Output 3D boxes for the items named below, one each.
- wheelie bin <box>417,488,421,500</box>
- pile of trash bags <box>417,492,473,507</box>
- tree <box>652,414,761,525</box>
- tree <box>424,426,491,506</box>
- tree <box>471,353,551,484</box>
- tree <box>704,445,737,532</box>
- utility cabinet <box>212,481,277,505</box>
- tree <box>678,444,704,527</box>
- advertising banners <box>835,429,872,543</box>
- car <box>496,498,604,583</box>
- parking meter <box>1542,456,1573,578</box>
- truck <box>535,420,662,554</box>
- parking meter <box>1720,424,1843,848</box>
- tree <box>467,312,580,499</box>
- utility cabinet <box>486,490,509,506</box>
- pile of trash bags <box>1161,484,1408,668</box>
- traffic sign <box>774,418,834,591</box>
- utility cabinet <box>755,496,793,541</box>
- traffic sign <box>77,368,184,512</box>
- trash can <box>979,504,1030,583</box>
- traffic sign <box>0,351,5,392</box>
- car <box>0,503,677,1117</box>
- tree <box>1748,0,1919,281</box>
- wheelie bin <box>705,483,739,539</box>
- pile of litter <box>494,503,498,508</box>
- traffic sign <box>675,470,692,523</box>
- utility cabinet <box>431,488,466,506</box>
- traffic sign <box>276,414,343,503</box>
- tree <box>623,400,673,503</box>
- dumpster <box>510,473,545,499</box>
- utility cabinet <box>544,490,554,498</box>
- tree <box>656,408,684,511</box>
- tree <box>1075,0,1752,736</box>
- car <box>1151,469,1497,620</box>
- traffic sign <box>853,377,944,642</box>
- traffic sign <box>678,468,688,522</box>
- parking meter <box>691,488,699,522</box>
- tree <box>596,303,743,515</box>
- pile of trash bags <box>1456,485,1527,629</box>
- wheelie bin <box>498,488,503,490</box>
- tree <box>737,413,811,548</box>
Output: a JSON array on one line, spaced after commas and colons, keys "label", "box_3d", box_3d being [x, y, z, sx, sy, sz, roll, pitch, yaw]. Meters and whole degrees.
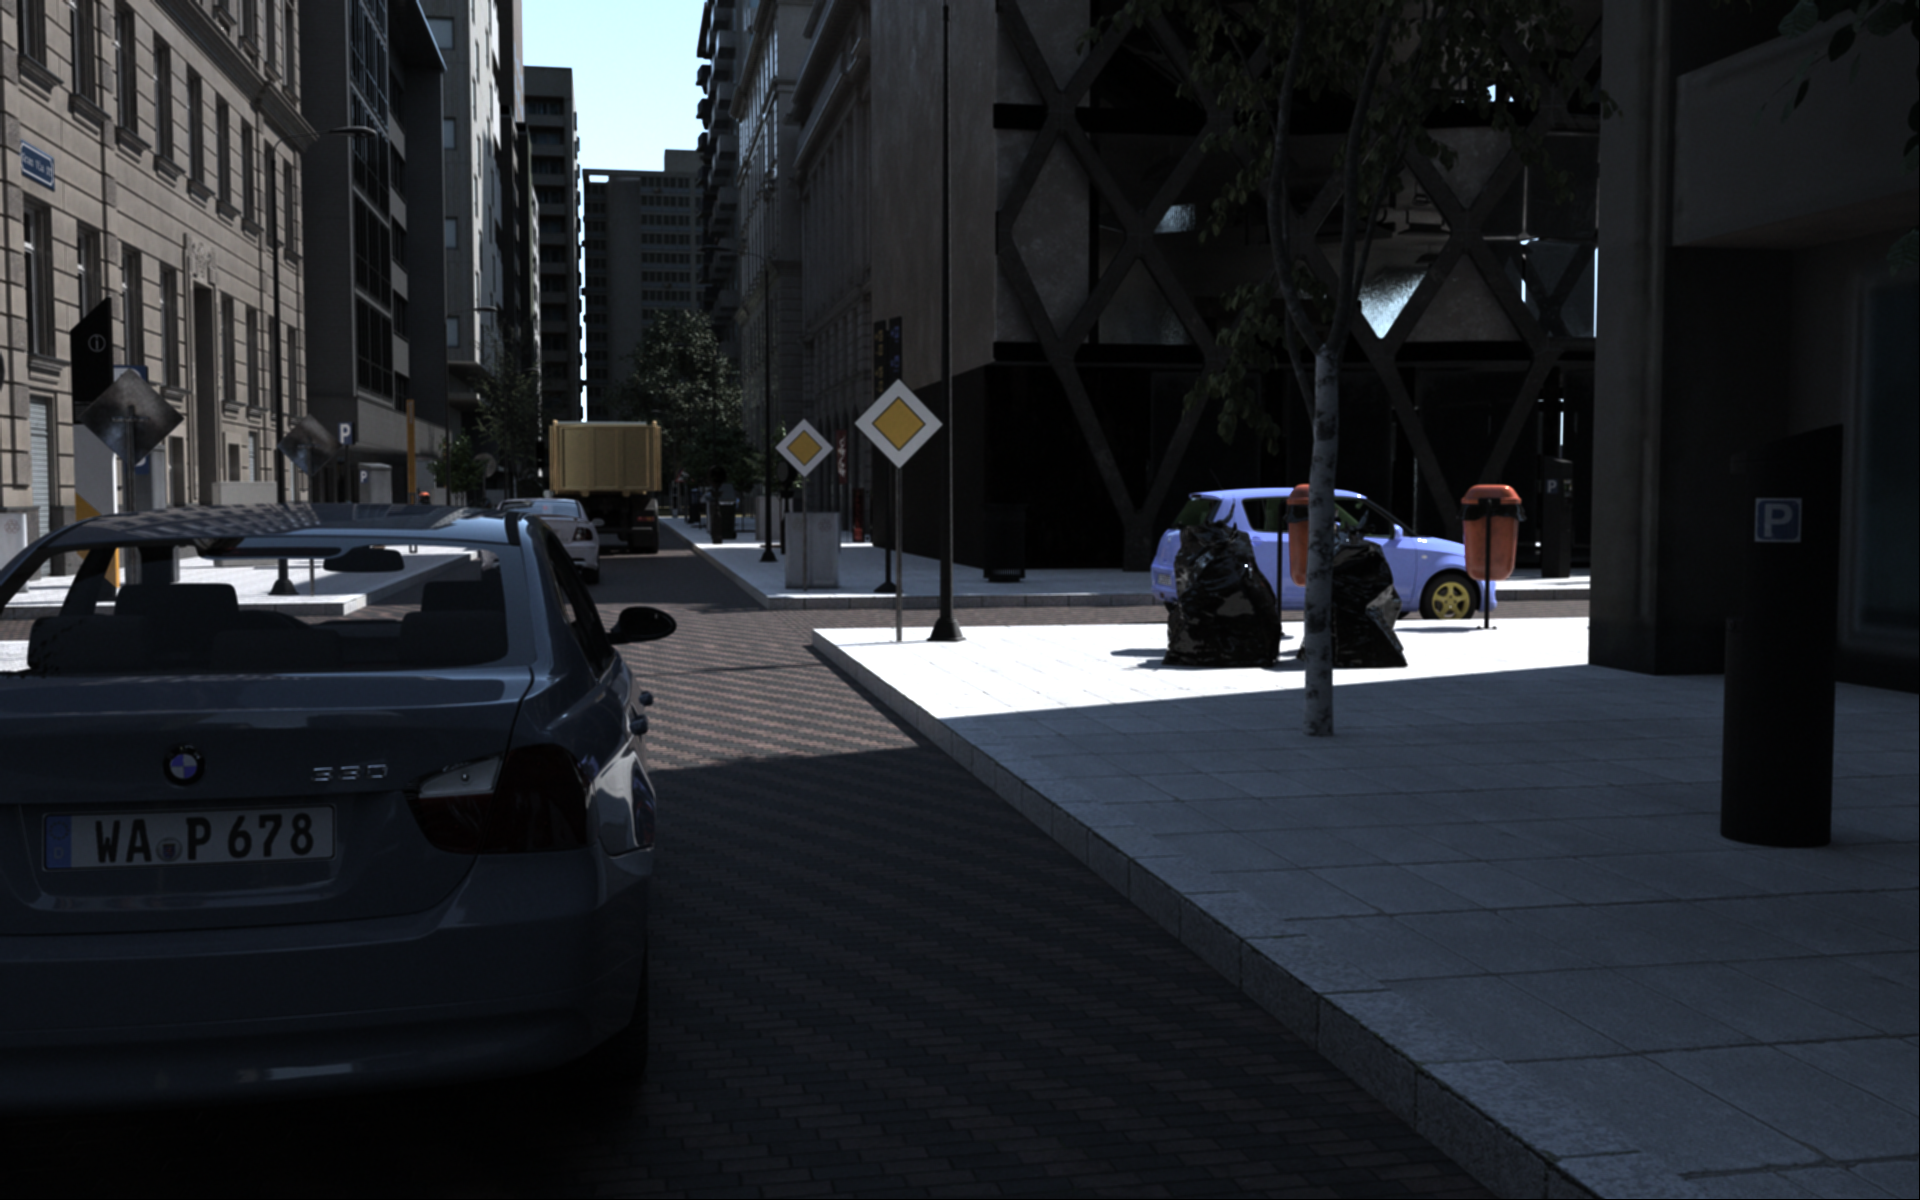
[{"label": "wheelie bin", "box_3d": [-29.199, -5.184, 92.672, 0.980, 1.594, 0.693, 1, 4, 14]}, {"label": "pile of trash bags", "box_3d": [-26.093, -4.755, 87.492, 1.912, 1.369, 3.447, 1, 4, 23]}, {"label": "tree", "box_3d": [-9.818, -5.351, 71.199, 4.285, 4.588, 4.351, 0, 3, 0]}, {"label": "tree", "box_3d": [-14.109, -3.353, 49.420, 1.663, 3.219, 1.824, 0, 3, 0]}, {"label": "tree", "box_3d": [-22.859, -8.508, 89.462, 4.737, 8.622, 4.395, 0, 3, 0]}, {"label": "tree", "box_3d": [-7.446, -3.923, 58.739, 1.663, 3.219, 1.824, 0, 3, 0]}, {"label": "utility cabinet", "box_3d": [-12.615, -1.347, 30.704, 0.318, 1.500, 1.173, 3, 5, 39]}, {"label": "tree", "box_3d": [-10.053, -4.422, 66.903, 1.663, 3.219, 1.824, 0, 3, 0]}, {"label": "advertising banners", "box_3d": [-2.687, -3.053, 46.102, 0.090, 3.025, 2.074, -3, 5, -40]}, {"label": "car", "box_3d": [-7.001, -1.016, 28.981, 2.083, 1.381, 4.827, -1, 4, -13]}, {"label": "parking meter", "box_3d": [9.143, -1.271, 26.500, 0.255, 1.863, 0.399, -2, 4, -32]}, {"label": "truck", "box_3d": [-9.316, -3.004, 45.044, 3.469, 3.379, 9.791, -1, 4, -13]}, {"label": "parking meter", "box_3d": [3.039, 0.122, 6.414, 0.372, 1.533, 0.369, 0, 3, 0]}, {"label": "tree", "box_3d": [-18.011, -7.367, 70.807, 4.360, 8.622, 3.978, 0, 3, 0]}, {"label": "utility cabinet", "box_3d": [-22.785, -4.673, 85.077, 1.173, 1.500, 0.318, -3, 4, -36]}, {"label": "pile of trash bags", "box_3d": [2.752, -0.279, 14.312, 1.912, 1.369, 3.447, 1, 4, 16]}, {"label": "traffic sign", "box_3d": [-2.052, -1.176, 22.862, 0.795, 2.450, 0.064, -1, 4, -11]}, {"label": "utility cabinet", "box_3d": [-5.149, -2.253, 47.992, 1.020, 1.237, 0.306, -2, 4, -26]}, {"label": "traffic sign", "box_3d": [-6.619, -0.625, 13.869, 0.795, 2.450, 0.064, -1, 4, -11]}, {"label": "trash can", "box_3d": [0.646, -0.832, 25.256, 0.748, 1.137, 0.748, 0, 3, 0]}, {"label": "traffic sign", "box_3d": [-7.216, -0.750, 12.368, 0.768, 2.556, 0.104, 0, 4, -6]}, {"label": "car", "box_3d": [-1.872, 0.407, 5.345, 2.014, 1.417, 4.499, -1, 4, -11]}, {"label": "tree", "box_3d": [3.193, -1.200, 3.329, 4.285, 4.588, 4.351, 0, 3, 0]}, {"label": "wheelie bin", "box_3d": [-6.777, -2.525, 49.186, 0.980, 1.594, 0.693, -2, 4, -28]}, {"label": "pile of litter", "box_3d": [-22.318, -4.260, 83.614, 1.719, 0.858, 1.176, -2, 4, -33]}, {"label": "traffic sign", "box_3d": [-12.179, -4.693, 76.727, 0.884, 2.594, 0.081, 0, 4, -1]}, {"label": "utility cabinet", "box_3d": [-18.329, -3.268, 62.103, 1.173, 1.500, 0.318, -2, 4, -35]}, {"label": "traffic sign", "box_3d": [-8.138, -1.105, 21.709, 0.795, 2.450, 0.064, -1, 4, -11]}, {"label": "tree", "box_3d": [-27.610, -13.521, 155.483, 7.601, 10.594, 8.767, -1, 4, -19]}, {"label": "dumpster", "box_3d": [-19.829, -4.702, 79.375, 1.502, 2.255, 1.985, -1, 4, -11]}, {"label": "utility cabinet", "box_3d": [-22.241, -5.201, 93.710, 0.318, 1.500, 1.173, -2, 4, -32]}, {"label": "tree", "box_3d": [-21.495, -10.887, 128.366, 4.360, 8.622, 3.978, 0, 3, 0]}, {"label": "tree", "box_3d": [2.107, -3.594, 9.122, 4.737, 8.622, 4.395, 0, 3, 0]}, {"label": "car", "box_3d": [3.969, -0.569, 18.892, 3.694, 1.707, 1.945, -1, 4, -10]}, {"label": "traffic sign", "box_3d": [-0.534, -0.696, 15.022, 0.795, 2.450, 0.064, -1, 4, -11]}, {"label": "traffic sign", "box_3d": [-12.721, -4.921, 80.570, 0.768, 2.556, 0.104, 0, 4, -7]}, {"label": "parking meter", "box_3d": [-12.009, -4.289, 78.539, 0.372, 1.533, 0.369, 0, 3, 0]}, {"label": "tree", "box_3d": [-16.974, -11.433, 103.945, 9.611, 12.733, 9.660, 0, 3, 0]}, {"label": "pile of trash bags", "box_3d": [6.413, -0.393, 16.176, 3.447, 1.369, 1.912, 1, 4, 21]}, {"label": "wheelie bin", "box_3d": [-23.684, -4.971, 89.180, 0.693, 1.594, 0.980, 0, 4, 3]}, {"label": "tree", "box_3d": [-4.263, -2.876, 41.623, 1.663, 3.219, 1.824, 0, 3, 0]}]
